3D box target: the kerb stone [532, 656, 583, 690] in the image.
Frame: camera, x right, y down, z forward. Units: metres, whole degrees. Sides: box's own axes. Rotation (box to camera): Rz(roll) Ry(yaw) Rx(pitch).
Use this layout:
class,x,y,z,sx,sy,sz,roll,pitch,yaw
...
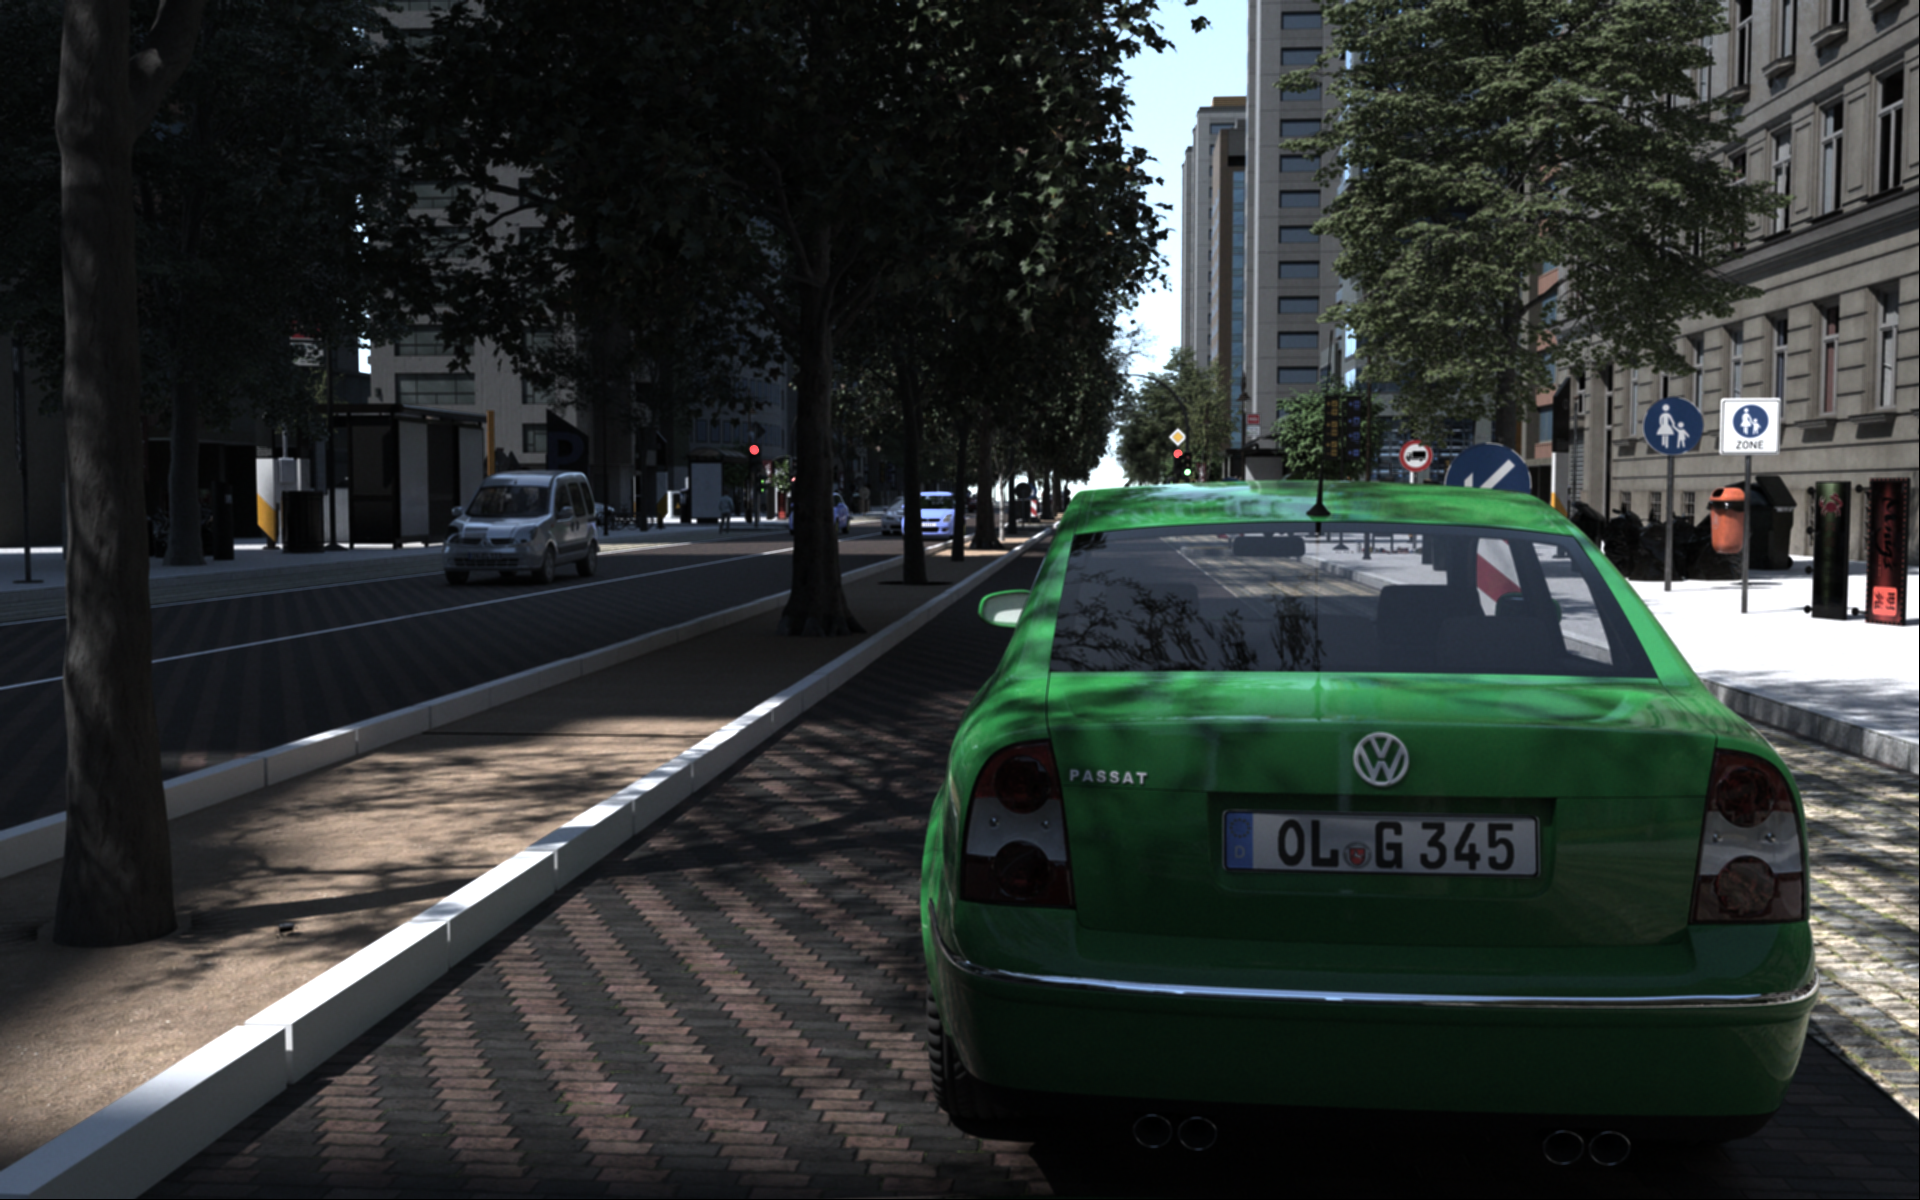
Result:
class,x,y,z,sx,sy,sz,roll,pitch,yaw
kerb stone,-3.063,0.560,13.037,0.120,0.150,1.000,0,4,5

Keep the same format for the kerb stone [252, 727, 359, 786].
class,x,y,z,sx,sy,sz,roll,pitch,yaw
kerb stone,-3.392,0.811,8.941,0.120,0.150,1.000,0,4,5

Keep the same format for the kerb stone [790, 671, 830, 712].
class,x,y,z,sx,sy,sz,roll,pitch,yaw
kerb stone,-1.046,0.634,11.872,0.120,0.150,1.000,0,4,5

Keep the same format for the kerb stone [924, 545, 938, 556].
class,x,y,z,sx,sy,sz,roll,pitch,yaw
kerb stone,-0.704,-1.191,41.676,0.120,0.150,1.000,0,4,5

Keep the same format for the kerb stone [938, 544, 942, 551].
class,x,y,z,sx,sy,sz,roll,pitch,yaw
kerb stone,-0.617,-1.245,42.695,0.120,0.150,1.000,0,4,5

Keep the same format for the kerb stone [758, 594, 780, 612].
class,x,y,z,sx,sy,sz,roll,pitch,yaw
kerb stone,-2.390,0.061,21.207,0.120,0.150,1.000,0,4,5

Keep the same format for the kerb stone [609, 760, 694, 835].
class,x,y,z,sx,sy,sz,roll,pitch,yaw
kerb stone,-1.384,0.882,7.776,0.120,0.150,1.000,0,4,5

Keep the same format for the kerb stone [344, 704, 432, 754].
class,x,y,z,sx,sy,sz,roll,pitch,yaw
kerb stone,-3.308,0.748,9.967,0.120,0.150,1.000,0,4,5

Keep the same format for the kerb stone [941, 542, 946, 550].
class,x,y,z,sx,sy,sz,roll,pitch,yaw
kerb stone,-0.532,-1.312,43.717,0.120,0.150,1.000,0,4,5

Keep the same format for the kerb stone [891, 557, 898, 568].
class,x,y,z,sx,sy,sz,roll,pitch,yaw
kerb stone,-1.371,-0.687,33.495,0.120,0.150,1.000,0,4,5

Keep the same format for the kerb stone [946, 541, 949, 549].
class,x,y,z,sx,sy,sz,roll,pitch,yaw
kerb stone,-0.450,-1.379,44.739,0.120,0.150,1.000,0,4,5

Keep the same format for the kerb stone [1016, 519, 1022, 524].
class,x,y,z,sx,sy,sz,roll,pitch,yaw
kerb stone,3.043,-3.971,87.123,0.120,0.150,1.000,0,4,5

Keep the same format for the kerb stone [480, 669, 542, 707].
class,x,y,z,sx,sy,sz,roll,pitch,yaw
kerb stone,-3.141,0.623,12.015,0.120,0.150,1.000,0,4,5

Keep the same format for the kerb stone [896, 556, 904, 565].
class,x,y,z,sx,sy,sz,roll,pitch,yaw
kerb stone,-1.288,-0.754,34.520,0.120,0.150,1.000,0,4,5

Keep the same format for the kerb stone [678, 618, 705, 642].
class,x,y,z,sx,sy,sz,roll,pitch,yaw
kerb stone,-2.720,0.316,17.114,0.120,0.150,1.000,0,4,5

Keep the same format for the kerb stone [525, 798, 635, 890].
class,x,y,z,sx,sy,sz,roll,pitch,yaw
kerb stone,-1.472,0.944,6.757,0.120,0.150,1.000,0,4,5

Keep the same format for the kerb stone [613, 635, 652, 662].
class,x,y,z,sx,sy,sz,roll,pitch,yaw
kerb stone,-2.893,0.441,15.075,0.120,0.150,1.000,0,4,5

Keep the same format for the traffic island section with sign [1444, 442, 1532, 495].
class,x,y,z,sx,sy,sz,roll,pitch,yaw
traffic island section with sign,4.027,-0.337,14.142,1.989,1.847,2.006,0,4,5

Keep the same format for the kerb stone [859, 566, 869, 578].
class,x,y,z,sx,sy,sz,roll,pitch,yaw
kerb stone,-1.714,-0.441,29.408,0.120,0.150,1.000,0,4,5

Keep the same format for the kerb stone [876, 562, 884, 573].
class,x,y,z,sx,sy,sz,roll,pitch,yaw
kerb stone,-1.552,-0.566,31.451,0.120,0.150,1.000,0,4,5

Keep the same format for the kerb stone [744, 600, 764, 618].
class,x,y,z,sx,sy,sz,roll,pitch,yaw
kerb stone,-2.471,0.130,20.189,0.120,0.150,1.000,0,4,5

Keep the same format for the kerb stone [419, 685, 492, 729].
class,x,y,z,sx,sy,sz,roll,pitch,yaw
kerb stone,-3.221,0.685,10.996,0.120,0.150,1.000,0,4,5

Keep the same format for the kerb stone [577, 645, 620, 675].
class,x,y,z,sx,sy,sz,roll,pitch,yaw
kerb stone,-2.975,0.504,14.056,0.120,0.150,1.000,0,4,5

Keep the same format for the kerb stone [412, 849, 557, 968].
class,x,y,z,sx,sy,sz,roll,pitch,yaw
kerb stone,-1.558,1.010,5.730,0.120,0.150,1.000,0,4,5

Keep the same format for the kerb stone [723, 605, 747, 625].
class,x,y,z,sx,sy,sz,roll,pitch,yaw
kerb stone,-2.548,0.185,19.169,0.120,0.150,1.000,0,4,5

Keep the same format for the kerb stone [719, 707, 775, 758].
class,x,y,z,sx,sy,sz,roll,pitch,yaw
kerb stone,-1.219,0.757,9.823,0.120,0.150,1.000,0,4,5

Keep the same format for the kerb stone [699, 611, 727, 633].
class,x,y,z,sx,sy,sz,roll,pitch,yaw
kerb stone,-2.637,0.248,18.139,0.120,0.150,1.000,0,4,5

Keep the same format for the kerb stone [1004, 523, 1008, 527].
class,x,y,z,sx,sy,sz,roll,pitch,yaw
kerb stone,2.125,-3.279,75.896,0.120,0.150,1.000,0,4,5

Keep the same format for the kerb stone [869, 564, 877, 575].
class,x,y,z,sx,sy,sz,roll,pitch,yaw
kerb stone,-1.633,-0.503,30.432,0.120,0.150,1.000,0,4,5

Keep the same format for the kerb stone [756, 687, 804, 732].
class,x,y,z,sx,sy,sz,roll,pitch,yaw
kerb stone,-1.136,0.694,10.853,0.120,0.150,1.000,0,4,5

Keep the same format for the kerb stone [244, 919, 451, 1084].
class,x,y,z,sx,sy,sz,roll,pitch,yaw
kerb stone,-1.637,1.070,4.703,0.120,0.150,1.000,0,4,5

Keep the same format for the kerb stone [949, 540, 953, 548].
class,x,y,z,sx,sy,sz,roll,pitch,yaw
kerb stone,-0.360,-1.441,45.757,0.120,0.150,1.000,0,4,5

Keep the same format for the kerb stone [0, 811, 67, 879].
class,x,y,z,sx,sy,sz,roll,pitch,yaw
kerb stone,-3.568,0.935,6.903,0.120,0.150,1.000,0,4,5

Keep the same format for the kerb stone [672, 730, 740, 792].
class,x,y,z,sx,sy,sz,roll,pitch,yaw
kerb stone,-1.297,0.819,8.804,0.120,0.150,1.000,0,4,5

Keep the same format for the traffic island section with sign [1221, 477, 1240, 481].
class,x,y,z,sx,sy,sz,roll,pitch,yaw
traffic island section with sign,6.244,-1.981,41.011,1.989,1.847,2.006,0,4,5

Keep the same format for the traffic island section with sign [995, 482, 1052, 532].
class,x,y,z,sx,sy,sz,roll,pitch,yaw
traffic island section with sign,2.379,-3.561,66.356,2.006,1.907,1.989,0,4,5

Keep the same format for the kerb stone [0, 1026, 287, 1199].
class,x,y,z,sx,sy,sz,roll,pitch,yaw
kerb stone,-1.724,1.133,3.677,0.120,0.150,1.000,0,4,5

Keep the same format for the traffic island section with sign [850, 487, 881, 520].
class,x,y,z,sx,sy,sz,roll,pitch,yaw
traffic island section with sign,-5.387,-5.430,97.411,1.989,1.847,2.006,0,4,5

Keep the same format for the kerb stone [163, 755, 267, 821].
class,x,y,z,sx,sy,sz,roll,pitch,yaw
kerb stone,-3.481,0.873,7.921,0.120,0.150,1.000,0,4,5

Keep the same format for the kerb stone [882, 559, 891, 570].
class,x,y,z,sx,sy,sz,roll,pitch,yaw
kerb stone,-1.458,-0.629,32.472,0.120,0.150,1.000,0,4,5

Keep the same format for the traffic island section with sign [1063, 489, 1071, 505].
class,x,y,z,sx,sy,sz,roll,pitch,yaw
traffic island section with sign,9.158,-8.593,148.624,2.006,1.907,1.989,0,4,5

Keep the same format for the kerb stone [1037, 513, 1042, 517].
class,x,y,z,sx,sy,sz,roll,pitch,yaw
kerb stone,5.406,-5.722,115.753,0.120,0.150,1.000,0,4,5

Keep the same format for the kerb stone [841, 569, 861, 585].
class,x,y,z,sx,sy,sz,roll,pitch,yaw
kerb stone,-1.795,-0.379,28.386,0.120,0.150,1.000,0,4,5

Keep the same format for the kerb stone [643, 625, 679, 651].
class,x,y,z,sx,sy,sz,roll,pitch,yaw
kerb stone,-2.812,0.373,16.095,0.120,0.150,1.000,0,4,5

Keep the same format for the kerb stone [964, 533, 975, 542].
class,x,y,z,sx,sy,sz,roll,pitch,yaw
kerb stone,0.303,-1.937,53.929,0.120,0.150,1.000,0,4,5

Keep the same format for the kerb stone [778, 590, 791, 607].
class,x,y,z,sx,sy,sz,roll,pitch,yaw
kerb stone,-2.296,-0.001,22.226,0.120,0.150,1.000,0,4,5

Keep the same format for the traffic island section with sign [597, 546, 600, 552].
class,x,y,z,sx,sy,sz,roll,pitch,yaw
traffic island section with sign,-9.918,-2.062,42.347,1.989,1.847,2.006,0,4,5

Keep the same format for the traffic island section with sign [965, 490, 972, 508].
class,x,y,z,sx,sy,sz,roll,pitch,yaw
traffic island section with sign,0.884,-10.083,173.491,1.989,1.847,2.006,0,4,5
